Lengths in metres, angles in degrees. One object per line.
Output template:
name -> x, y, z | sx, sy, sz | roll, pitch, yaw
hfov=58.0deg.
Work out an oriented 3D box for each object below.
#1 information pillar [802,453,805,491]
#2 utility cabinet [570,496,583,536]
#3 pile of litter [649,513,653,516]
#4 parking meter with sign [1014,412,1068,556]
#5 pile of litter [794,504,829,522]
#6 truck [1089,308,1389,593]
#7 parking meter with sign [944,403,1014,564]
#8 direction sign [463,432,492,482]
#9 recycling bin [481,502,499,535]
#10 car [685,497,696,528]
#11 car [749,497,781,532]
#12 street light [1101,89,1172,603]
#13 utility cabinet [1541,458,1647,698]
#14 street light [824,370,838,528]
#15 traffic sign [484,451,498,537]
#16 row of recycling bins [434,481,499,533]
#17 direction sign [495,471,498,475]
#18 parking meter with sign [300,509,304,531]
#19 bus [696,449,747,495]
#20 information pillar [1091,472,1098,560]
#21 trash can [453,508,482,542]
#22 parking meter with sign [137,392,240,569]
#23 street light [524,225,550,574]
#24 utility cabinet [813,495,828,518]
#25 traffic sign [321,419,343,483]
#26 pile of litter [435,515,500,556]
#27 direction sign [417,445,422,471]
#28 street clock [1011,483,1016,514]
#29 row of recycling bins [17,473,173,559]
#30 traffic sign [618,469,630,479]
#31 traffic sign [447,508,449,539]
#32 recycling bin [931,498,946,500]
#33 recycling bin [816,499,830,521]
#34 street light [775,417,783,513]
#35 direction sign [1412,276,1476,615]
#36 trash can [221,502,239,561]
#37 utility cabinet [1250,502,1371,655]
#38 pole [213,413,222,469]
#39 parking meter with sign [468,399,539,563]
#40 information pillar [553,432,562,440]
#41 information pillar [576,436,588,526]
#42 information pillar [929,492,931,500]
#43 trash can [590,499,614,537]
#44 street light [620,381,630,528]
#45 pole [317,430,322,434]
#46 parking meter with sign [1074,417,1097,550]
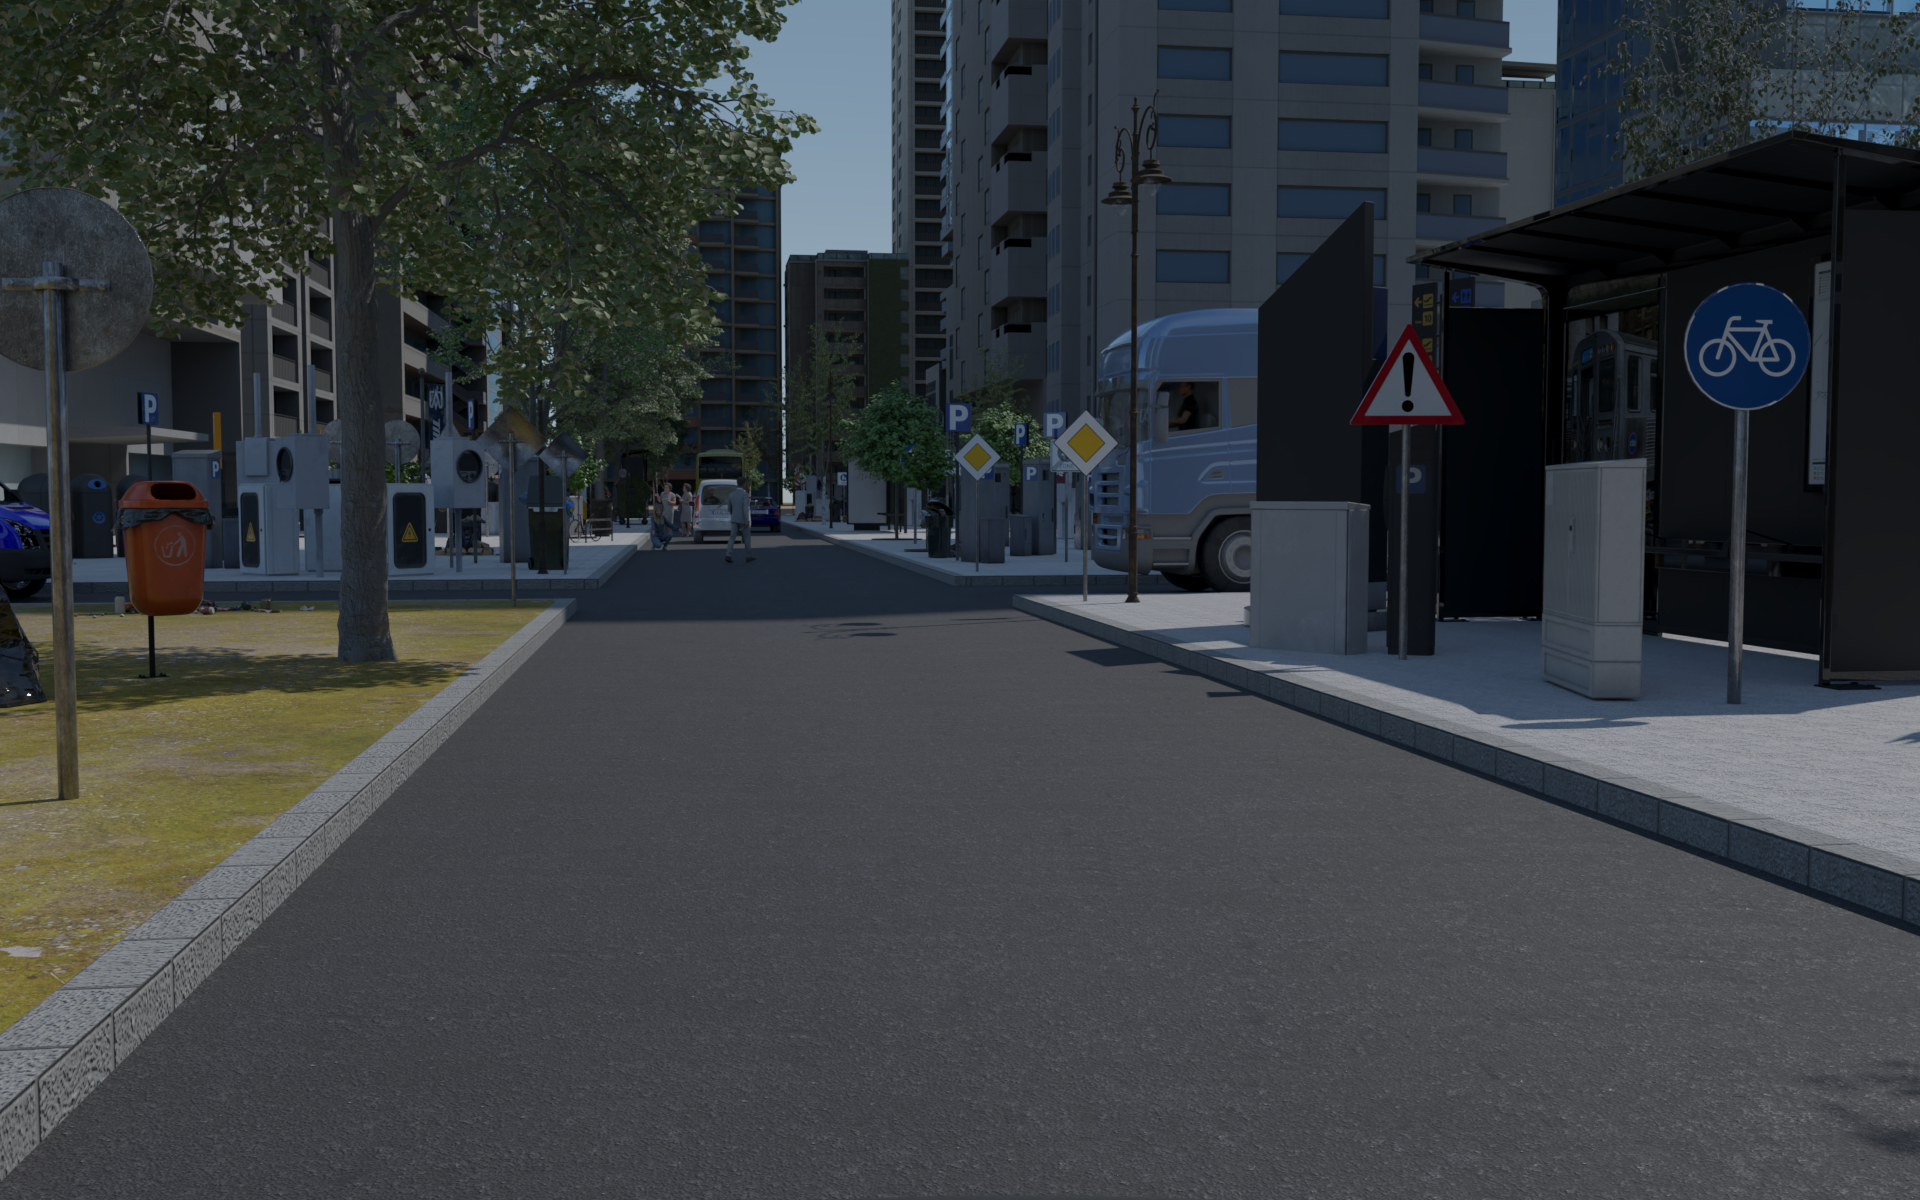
information pillar -> -8.909, -6.554, 98.509 | 0.183, 3.616, 0.504 | -1, 4, -11
utility cabinet -> -12.096, -2.567, 53.140 | 1.020, 1.237, 0.306 | -3, 4, -38
pile of litter -> -18.495, -5.352, 101.478 | 1.176, 0.858, 1.719 | 0, 4, 2
parking meter with sign -> 1.621, -2.448, 36.283 | 0.543, 3.016, 1.738 | 2, 4, 30
pile of litter -> -6.859, -4.057, 80.296 | 1.719, 0.858, 1.176 | -1, 4, -9
truck -> 10.610, -2.201, 25.738 | 18.799, 4.110, 2.967 | -1, 4, -10
parking meter with sign -> 0.319, -2.222, 32.591 | 0.543, 3.016, 1.738 | -2, 4, -26
direction sign -> -17.754, -4.378, 63.585 | 0.876, 3.537, 0.379 | -1, 4, -16
recycling bin -> -14.864, -2.576, 54.676 | 0.722, 1.027, 0.722 | 1, 4, 10
car -> -10.979, -3.785, 74.468 | 1.945, 1.354, 3.894 | -1, 4, -10
car -> -7.762, -3.261, 65.903 | 1.945, 1.354, 3.894 | -1, 4, -10
street light -> 2.043, -2.907, 20.324 | 0.468, 5.910, 1.993 | -1, 4, -9
utility cabinet -> 4.085, -0.157, 11.245 | 0.318, 1.500, 1.173 | 0, 4, 4
street light -> -4.819, -5.614, 64.572 | 0.468, 5.910, 1.993 | -1, 4, -9
traffic sign -> -14.115, -3.153, 51.651 | 0.768, 2.556, 0.104 | 0, 4, 1
row of recycling bins -> -15.730, -3.018, 56.451 | 3.534, 1.692, 1.069 | 2, 4, 26
direction sign -> -19.464, -4.889, 71.937 | 0.876, 3.537, 0.379 | -1, 4, -16
parking meter with sign -> -23.285, -3.892, 59.894 | 0.543, 3.016, 1.738 | 3, 5, 42
bus -> -13.057, -6.312, 94.748 | 2.896, 3.916, 12.252 | 0, 4, -8
information pillar -> 2.730, -1.796, 33.860 | 0.304, 2.012, 0.304 | 1, 4, 11
trash can -> -11.083, -1.671, 38.977 | 0.748, 1.137, 0.748 | 0, 3, 0
parking meter with sign -> -13.139, -2.053, 29.825 | 1.738, 3.016, 0.543 | 0, 4, 2
street light -> -6.705, -3.356, 27.663 | 0.468, 5.910, 1.993 | -1, 4, -9
utility cabinet -> -7.706, -5.087, 94.338 | 1.020, 1.237, 0.306 | 1, 4, 12
traffic sign -> -10.409, -1.781, 29.228 | 0.768, 2.556, 0.104 | 0, 4, -3
pile of litter -> -10.304, -1.367, 36.317 | 1.719, 0.858, 1.176 | 1, 4, 19
direction sign -> -25.075, -5.411, 80.461 | 0.379, 3.537, 0.876 | -2, 4, -30
street clock -> 3.016, -5.708, 97.890 | 0.358, 2.002, 0.471 | 0, 4, 6
row of recycling bins -> -17.082, -1.702, 34.939 | 1.069, 1.692, 3.534 | 3, 5, 42
traffic sign -> -16.999, -5.331, 87.273 | 0.768, 2.556, 0.104 | 0, 4, -6
traffic sign -> -13.897, -2.870, 47.027 | 0.768, 2.556, 0.104 | 0, 4, -1
recycling bin -> -1.300, -5.404, 100.905 | 0.722, 1.027, 0.722 | 2, 4, 33
recycling bin -> -6.454, -4.286, 82.630 | 0.722, 1.027, 0.722 | 1, 4, 9
street light -> -10.676, -7.933, 102.494 | 0.468, 5.910, 1.993 | -1, 4, -9
direction sign -> 5.129, -1.620, 18.488 | 0.379, 3.537, 0.876 | -2, 4, -30
trash can -> -13.342, -1.245, 32.017 | 0.748, 1.137, 0.748 | 0, 3, 0
utility cabinet -> 2.860, -0.186, 14.208 | 0.306, 1.237, 1.020 | -3, 5, -40
pole -> -18.594, -3.032, 43.419 | 0.158, 3.312, 0.155 | 0, 3, 0
parking meter with sign -> -8.230, -2.207, 32.352 | 1.738, 3.016, 0.543 | -2, 4, -27
information pillar -> -14.429, -4.337, 62.265 | 0.183, 3.616, 0.504 | 2, 4, 28
information pillar -> -15.356, -4.823, 70.213 | 0.183, 3.616, 0.504 | 3, 5, 41
information pillar -> -1.397, -4.314, 75.030 | 0.304, 2.012, 0.304 | 0, 4, 4
trash can -> -10.801, -2.483, 52.251 | 0.748, 1.137, 0.748 | 0, 3, 0
street light -> -12.522, -5.650, 65.167 | 0.468, 5.910, 1.993 | -1, 4, -9
pole -> -20.295, -3.744, 55.055 | 0.158, 3.312, 0.155 | 0, 3, 0
parking meter with sign -> 2.953, -2.671, 39.940 | 0.543, 3.016, 1.738 | 0, 4, -8
